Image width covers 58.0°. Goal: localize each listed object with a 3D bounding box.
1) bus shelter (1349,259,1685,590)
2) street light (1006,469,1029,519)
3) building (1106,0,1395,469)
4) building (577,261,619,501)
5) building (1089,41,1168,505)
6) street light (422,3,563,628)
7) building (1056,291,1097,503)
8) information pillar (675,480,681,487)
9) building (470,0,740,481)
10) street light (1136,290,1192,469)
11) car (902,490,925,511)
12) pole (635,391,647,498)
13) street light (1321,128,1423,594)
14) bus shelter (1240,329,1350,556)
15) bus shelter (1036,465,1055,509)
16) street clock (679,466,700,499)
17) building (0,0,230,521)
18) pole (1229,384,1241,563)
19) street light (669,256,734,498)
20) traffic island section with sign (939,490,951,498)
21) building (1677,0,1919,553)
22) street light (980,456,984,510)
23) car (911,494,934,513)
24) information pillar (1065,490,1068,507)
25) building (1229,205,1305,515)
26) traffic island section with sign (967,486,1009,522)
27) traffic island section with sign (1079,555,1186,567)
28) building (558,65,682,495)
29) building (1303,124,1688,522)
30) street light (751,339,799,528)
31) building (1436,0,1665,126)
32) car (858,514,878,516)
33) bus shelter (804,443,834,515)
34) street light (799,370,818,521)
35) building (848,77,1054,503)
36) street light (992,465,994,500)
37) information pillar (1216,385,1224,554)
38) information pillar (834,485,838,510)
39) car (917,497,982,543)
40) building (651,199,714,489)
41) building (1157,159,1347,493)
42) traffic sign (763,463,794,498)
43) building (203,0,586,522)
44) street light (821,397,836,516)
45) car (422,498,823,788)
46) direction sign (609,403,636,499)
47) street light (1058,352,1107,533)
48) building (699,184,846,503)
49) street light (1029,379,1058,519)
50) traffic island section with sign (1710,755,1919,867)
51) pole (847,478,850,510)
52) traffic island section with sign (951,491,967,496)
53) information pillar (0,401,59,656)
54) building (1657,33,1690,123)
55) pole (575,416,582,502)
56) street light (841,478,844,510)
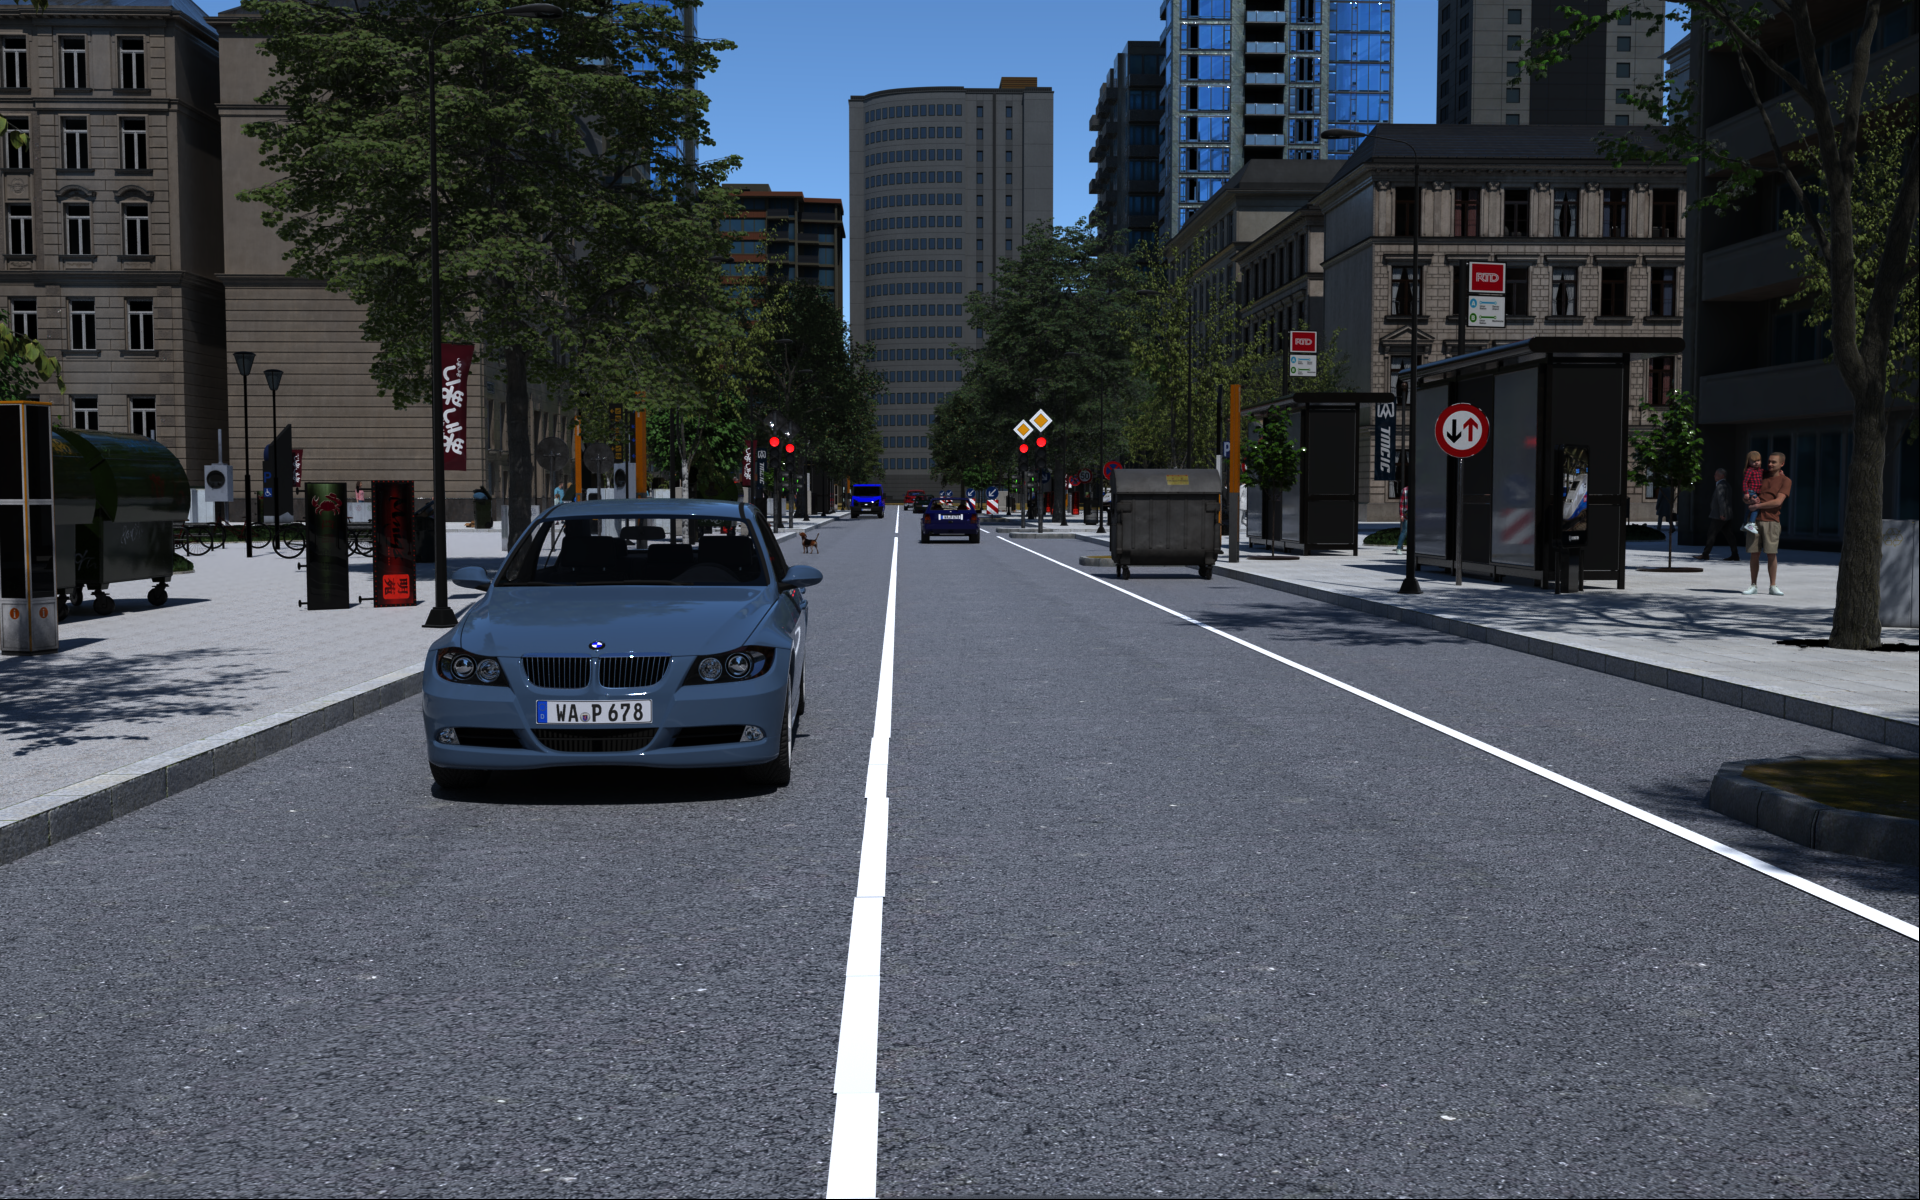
[{"bbox_3d":[8.455,-3.043,27.382,2.179,5.291,8.768,0,4,-2],"label":"bus shelter"},{"bbox_3d":[3.058,-7.049,87.791,1.470,5.913,1.316,0,4,-2],"label":"street light"},{"bbox_3d":[26.310,-51.548,155.488,22.319,86.520,31.000,0,4,-2],"label":"building"},{"bbox_3d":[-30.693,-14.904,111.128,16.820,18.784,16.811,0,4,-2],"label":"building"},{"bbox_3d":[25.827,-34.722,187.305,23.786,49.044,30.456,0,4,-2],"label":"building"},{"bbox_3d":[-4.461,-2.692,16.555,1.470,5.913,1.316,0,4,-2],"label":"street light"},{"bbox_3d":[20.217,-28.944,244.935,14.107,30.474,14.160,0,4,-2],"label":"building"},{"bbox_3d":[-10.658,-3.708,65.112,0.304,2.012,0.304,-1,4,-16],"label":"information pillar"},{"bbox_3d":[-40.848,-53.551,188.232,31.000,86.520,22.319,0,4,-2],"label":"building"},{"bbox_3d":[4.695,-4.098,39.536,1.470,5.913,1.316,0,4,-2],"label":"street light"},{"bbox_3d":[-3.900,-8.773,152.108,2.281,1.827,5.304,0,4,-3],"label":"car"},{"bbox_3d":[-6.352,-2.487,34.507,0.158,3.312,0.155,0,3,0],"label":"pole"},{"bbox_3d":[5.280,-3.037,22.200,1.470,5.913,1.316,0,4,-2],"label":"street light"},{"bbox_3d":[7.772,-3.812,39.960,2.179,5.291,8.768,0,4,-2],"label":"bus shelter"},{"bbox_3d":[6.170,-7.974,124.303,2.014,3.302,5.546,0,4,-2],"label":"bus shelter"},{"bbox_3d":[-6.835,-2.400,43.808,0.471,2.002,0.358,-2,4,-30],"label":"street clock"},{"bbox_3d":[-46.868,-17.412,81.953,25.104,27.353,12.463,0,4,-2],"label":"building"},{"bbox_3d":[5.133,-2.355,32.350,0.158,3.312,0.155,0,3,0],"label":"pole"},{"bbox_3d":[-5.094,-3.752,33.889,1.470,5.913,1.316,0,4,-2],"label":"street light"},{"bbox_3d":[-2.108,-11.331,193.892,1.989,1.847,2.006,0,4,-2],"label":"traffic island section with sign"},{"bbox_3d":[29.089,-24.976,32.057,21.300,48.544,21.600,0,4,-2],"label":"building"},{"bbox_3d":[1.790,-9.177,122.579,1.470,5.913,1.316,0,4,-2],"label":"street light"},{"bbox_3d":[-2.627,-7.307,129.248,2.009,1.686,4.222,0,4,-3],"label":"car"},{"bbox_3d":[6.458,-7.102,107.470,0.504,3.616,0.183,3,5,44],"label":"information pillar"},{"bbox_3d":[22.762,-14.478,101.349,10.561,19.102,19.286,0,4,-2],"label":"building"},{"bbox_3d":[1.530,-4.969,89.870,1.989,1.847,2.006,0,4,-2],"label":"traffic island section with sign"},{"bbox_3d":[3.449,-1.614,35.013,1.989,1.847,2.006,0,4,-2],"label":"traffic island section with sign"},{"bbox_3d":[-40.066,-28.077,150.938,32.217,40.220,23.993,0,4,-2],"label":"building"},{"bbox_3d":[27.658,-13.433,84.256,19.286,19.102,10.561,0,4,-2],"label":"building"},{"bbox_3d":[-5.713,-4.863,52.052,1.470,5.913,1.316,0,4,-2],"label":"street light"},{"bbox_3d":[63.556,-46.146,192.737,20.611,71.187,20.563,0,4,-2],"label":"building"},{"bbox_3d":[-5.901,-6.206,111.247,2.009,1.686,4.222,0,4,-2],"label":"car"},{"bbox_3d":[-9.111,-8.133,110.614,2.179,5.291,8.768,0,4,-2],"label":"bus shelter"},{"bbox_3d":[-6.195,-5.640,64.761,1.470,5.913,1.316,0,4,-2],"label":"street light"},{"bbox_3d":[-1.617,-43.164,247.736,28.212,58.520,21.231,0,4,-2],"label":"building"},{"bbox_3d":[2.426,-8.115,105.222,1.470,5.913,1.316,0,4,-2],"label":"street light"},{"bbox_3d":[5.527,-2.787,36.925,0.183,3.616,0.504,1,4,13],"label":"information pillar"},{"bbox_3d":[-9.825,-8.047,136.062,0.304,2.012,0.304,-3,5,-44],"label":"information pillar"},{"bbox_3d":[-0.305,-2.385,51.583,1.945,1.354,3.894,0,4,-1],"label":"car"},{"bbox_3d":[-32.019,-24.418,170.940,14.160,30.474,14.107,0,4,-2],"label":"building"},{"bbox_3d":[24.469,-17.905,126.030,16.112,22.955,30.059,0,4,-2],"label":"building"},{"bbox_3d":[-11.687,-7.102,109.989,2.265,3.308,0.079,0,4,7],"label":"traffic sign"},{"bbox_3d":[-27.781,-17.907,90.037,12.463,27.353,25.104,0,4,-2],"label":"building"},{"bbox_3d":[-6.795,-6.729,82.562,1.470,5.913,1.316,0,4,-2],"label":"street light"},{"bbox_3d":[-1.793,0.122,10.011,2.014,1.417,4.499,0,4,-4],"label":"car"},{"bbox_3d":[-8.317,-3.135,43.249,0.876,3.537,0.379,0,4,5],"label":"direction sign"},{"bbox_3d":[4.111,-5.158,56.873,1.470,5.913,1.316,0,4,-2],"label":"street light"},{"bbox_3d":[-30.929,-36.235,247.069,28.867,44.769,22.147,0,4,-2],"label":"building"},{"bbox_3d":[3.679,-5.961,70.010,1.470,5.913,1.316,0,4,-2],"label":"street light"},{"bbox_3d":[4.418,0.073,7.431,1.989,1.847,2.006,0,4,-2],"label":"traffic island section with sign"},{"bbox_3d":[-8.778,-8.721,136.433,0.158,3.312,0.155,0,3,0],"label":"pole"},{"bbox_3d":[0.590,-6.632,117.063,1.989,1.847,2.006,0,4,-2],"label":"traffic island section with sign"},{"bbox_3d":[-7.452,-0.570,13.816,0.304,2.012,0.304,1,4,15],"label":"information pillar"},{"bbox_3d":[47.314,-18.362,86.118,20.117,28.700,13.634,0,4,-2],"label":"building"},{"bbox_3d":[-9.961,-3.143,45.234,0.158,3.312,0.155,0,3,0],"label":"pole"},{"bbox_3d":[-7.348,-7.790,99.899,1.470,5.913,1.316,0,4,-2],"label":"street light"}]
